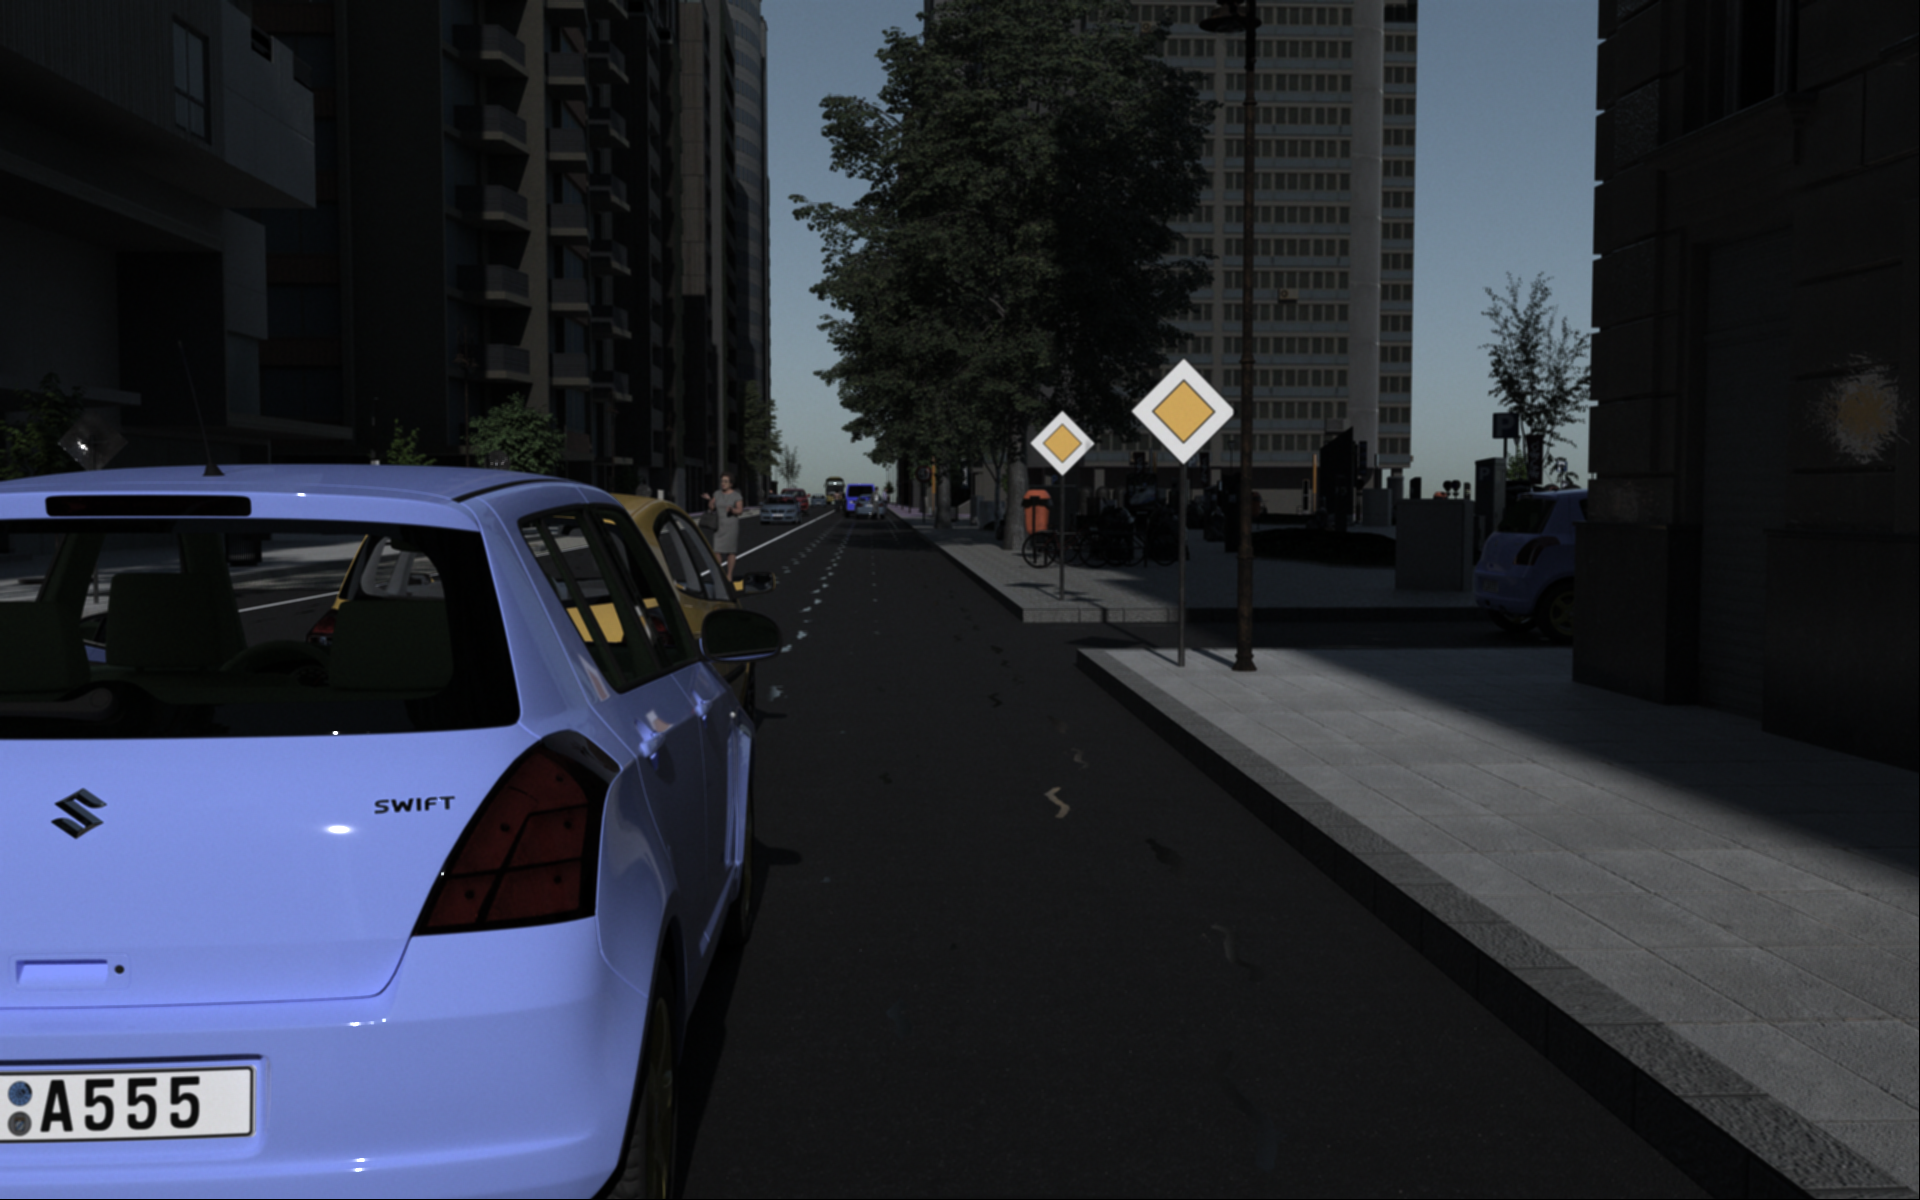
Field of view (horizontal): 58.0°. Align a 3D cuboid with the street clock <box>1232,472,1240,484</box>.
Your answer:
[{"bbox_3d":[9.065,-3.158,56.200,0.471,2.002,0.358,-1,4,-15],"label":"street clock"}]

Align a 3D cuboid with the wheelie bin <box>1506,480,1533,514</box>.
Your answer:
[{"bbox_3d":[12.490,-1.894,38.867,0.980,1.594,0.693,1,4,12],"label":"wheelie bin"}]

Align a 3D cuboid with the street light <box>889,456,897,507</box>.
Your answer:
[{"bbox_3d":[-7.728,-13.884,199.783,0.468,5.910,1.993,0,4,-3],"label":"street light"}]

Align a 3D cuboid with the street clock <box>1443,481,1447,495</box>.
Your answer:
[{"bbox_3d":[26.534,-5.484,94.236,0.358,2.002,0.471,-3,5,-41],"label":"street clock"}]

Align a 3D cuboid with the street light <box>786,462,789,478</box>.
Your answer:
[{"bbox_3d":[-23.323,-16.010,234.548,0.468,5.910,1.993,0,4,-3],"label":"street light"}]

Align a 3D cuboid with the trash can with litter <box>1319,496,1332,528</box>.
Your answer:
[{"bbox_3d":[13.767,-3.328,65.476,1.678,1.210,2.233,0,4,7],"label":"trash can with litter"}]

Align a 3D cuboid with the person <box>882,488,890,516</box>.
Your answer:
[{"bbox_3d":[-4.816,-6.475,114.230,0.599,1.838,0.709,1,4,22],"label":"person"}]

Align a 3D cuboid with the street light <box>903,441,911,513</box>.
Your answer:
[{"bbox_3d":[-3.372,-8.775,116.253,0.468,5.910,1.993,0,4,-3],"label":"street light"}]

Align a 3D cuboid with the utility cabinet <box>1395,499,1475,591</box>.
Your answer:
[{"bbox_3d":[6.377,-0.741,23.284,0.306,1.237,1.020,-3,5,-44],"label":"utility cabinet"}]

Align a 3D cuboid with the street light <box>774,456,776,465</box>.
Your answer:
[{"bbox_3d":[-22.002,-14.334,207.143,0.468,5.910,1.993,0,4,-3],"label":"street light"}]

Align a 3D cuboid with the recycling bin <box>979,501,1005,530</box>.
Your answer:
[{"bbox_3d":[1.146,-3.003,61.648,0.722,1.027,0.722,-2,4,-24],"label":"recycling bin"}]

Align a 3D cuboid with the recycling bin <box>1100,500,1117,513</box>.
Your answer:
[{"bbox_3d":[6.740,-4.042,78.643,0.722,1.027,0.722,1,4,8],"label":"recycling bin"}]

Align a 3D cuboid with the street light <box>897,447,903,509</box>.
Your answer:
[{"bbox_3d":[-4.791,-10.469,143.952,0.468,5.910,1.993,0,4,-3],"label":"street light"}]

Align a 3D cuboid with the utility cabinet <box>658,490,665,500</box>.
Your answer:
[{"bbox_3d":[-15.301,-4.899,88.775,0.318,1.500,1.173,0,4,-7],"label":"utility cabinet"}]

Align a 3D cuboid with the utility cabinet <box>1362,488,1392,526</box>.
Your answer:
[{"bbox_3d":[16.616,-3.691,69.026,1.173,1.500,0.318,3,5,43],"label":"utility cabinet"}]

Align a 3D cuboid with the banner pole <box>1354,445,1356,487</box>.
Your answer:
[{"bbox_3d":[17.399,-5.345,77.412,0.401,3.779,0.863,-3,5,-41],"label":"banner pole"}]

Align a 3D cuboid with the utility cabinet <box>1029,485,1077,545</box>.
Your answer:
[{"bbox_3d":[2.297,-2.101,43.034,1.173,1.500,0.318,0,3,0],"label":"utility cabinet"}]

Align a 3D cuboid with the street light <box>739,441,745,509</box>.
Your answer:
[{"bbox_3d":[-18.994,-10.933,151.543,0.468,5.910,1.993,0,4,-3],"label":"street light"}]

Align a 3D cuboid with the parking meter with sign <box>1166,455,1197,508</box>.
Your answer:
[{"bbox_3d":[9.948,-5.038,78.639,0.543,3.016,1.738,-2,4,-34],"label":"parking meter with sign"}]

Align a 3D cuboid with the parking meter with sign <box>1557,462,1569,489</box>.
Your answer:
[{"bbox_3d":[32.758,-5.942,93.405,0.543,3.016,1.738,3,5,41],"label":"parking meter with sign"}]

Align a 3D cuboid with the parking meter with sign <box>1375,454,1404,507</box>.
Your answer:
[{"bbox_3d":[18.858,-4.814,74.973,1.738,3.016,0.543,1,4,22],"label":"parking meter with sign"}]

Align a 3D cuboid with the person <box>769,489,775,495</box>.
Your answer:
[{"bbox_3d":[-13.012,-6.742,119.186,0.568,1.767,0.683,-2,4,-29],"label":"person"}]

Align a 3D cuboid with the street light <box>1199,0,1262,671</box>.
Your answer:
[{"bbox_3d":[2.070,-2.425,12.433,0.468,5.910,1.993,0,4,-3],"label":"street light"}]

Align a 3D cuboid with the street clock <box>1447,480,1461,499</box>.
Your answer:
[{"bbox_3d":[25.868,-5.249,90.384,0.358,2.002,0.471,-2,4,-25],"label":"street clock"}]

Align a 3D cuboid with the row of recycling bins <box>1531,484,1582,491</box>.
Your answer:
[{"bbox_3d":[24.036,-3.953,71.738,3.534,1.692,1.069,-1,4,-9],"label":"row of recycling bins"}]

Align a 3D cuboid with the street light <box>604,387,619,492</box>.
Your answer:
[{"bbox_3d":[-15.021,-6.250,74.969,0.468,5.910,1.993,0,4,-3],"label":"street light"}]

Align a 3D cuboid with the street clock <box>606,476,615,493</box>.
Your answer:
[{"bbox_3d":[-14.405,-4.085,71.361,0.358,2.002,0.471,-1,4,-23],"label":"street clock"}]

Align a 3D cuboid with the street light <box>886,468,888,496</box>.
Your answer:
[{"bbox_3d":[-9.202,-15.564,227.261,0.468,5.910,1.993,0,4,-3],"label":"street light"}]

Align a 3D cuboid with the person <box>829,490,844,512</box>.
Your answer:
[{"bbox_3d":[-9.583,-7.678,134.745,1.217,1.736,0.721,-1,4,-16],"label":"person"}]

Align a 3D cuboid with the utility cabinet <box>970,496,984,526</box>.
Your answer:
[{"bbox_3d":[0.706,-3.657,70.953,0.306,1.237,1.020,1,4,17],"label":"utility cabinet"}]

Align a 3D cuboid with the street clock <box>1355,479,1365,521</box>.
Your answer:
[{"bbox_3d":[18.939,-4.746,82.167,0.471,2.002,0.358,0,4,8],"label":"street clock"}]

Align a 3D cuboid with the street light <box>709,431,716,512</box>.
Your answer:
[{"bbox_3d":[-17.692,-9.267,124.310,0.468,5.910,1.993,0,4,-3],"label":"street light"}]

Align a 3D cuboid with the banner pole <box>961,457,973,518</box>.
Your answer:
[{"bbox_3d":[0.421,-6.306,93.127,0.863,3.779,0.401,1,4,15],"label":"banner pole"}]

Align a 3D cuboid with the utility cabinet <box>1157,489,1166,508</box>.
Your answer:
[{"bbox_3d":[8.033,-3.744,69.888,0.318,1.500,1.173,0,4,-6],"label":"utility cabinet"}]

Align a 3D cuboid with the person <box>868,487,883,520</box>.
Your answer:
[{"bbox_3d":[-4.637,-5.259,94.591,0.850,1.850,0.679,1,4,11],"label":"person"}]

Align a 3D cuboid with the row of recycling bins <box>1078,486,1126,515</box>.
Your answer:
[{"bbox_3d":[7.095,-5.134,91.052,3.534,1.692,1.069,0,4,7],"label":"row of recycling bins"}]

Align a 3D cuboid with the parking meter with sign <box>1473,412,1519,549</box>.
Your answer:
[{"bbox_3d":[11.167,-2.464,36.543,0.543,3.016,1.738,3,5,39],"label":"parking meter with sign"}]

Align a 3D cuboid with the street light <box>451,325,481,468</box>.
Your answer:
[{"bbox_3d":[-13.486,-4.563,47.397,0.468,5.910,1.993,0,4,-3],"label":"street light"}]

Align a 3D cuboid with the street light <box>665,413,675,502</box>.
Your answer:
[{"bbox_3d":[-16.201,-7.594,96.953,0.468,5.910,1.993,0,4,-3],"label":"street light"}]

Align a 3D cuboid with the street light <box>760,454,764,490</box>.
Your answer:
[{"bbox_3d":[-20.538,-12.675,180.028,0.468,5.910,1.993,0,4,-3],"label":"street light"}]

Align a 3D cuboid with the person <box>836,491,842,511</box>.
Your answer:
[{"bbox_3d":[-10.026,-8.193,143.258,0.445,1.727,0.742,1,4,22],"label":"person"}]

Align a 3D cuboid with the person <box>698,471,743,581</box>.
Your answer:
[{"bbox_3d":[-3.744,-1.103,26.899,0.716,1.782,0.532,1,4,13],"label":"person"}]

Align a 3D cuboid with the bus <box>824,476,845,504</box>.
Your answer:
[{"bbox_3d":[-17.734,-15.542,245.653,2.896,3.916,12.252,0,4,-4],"label":"bus"}]
